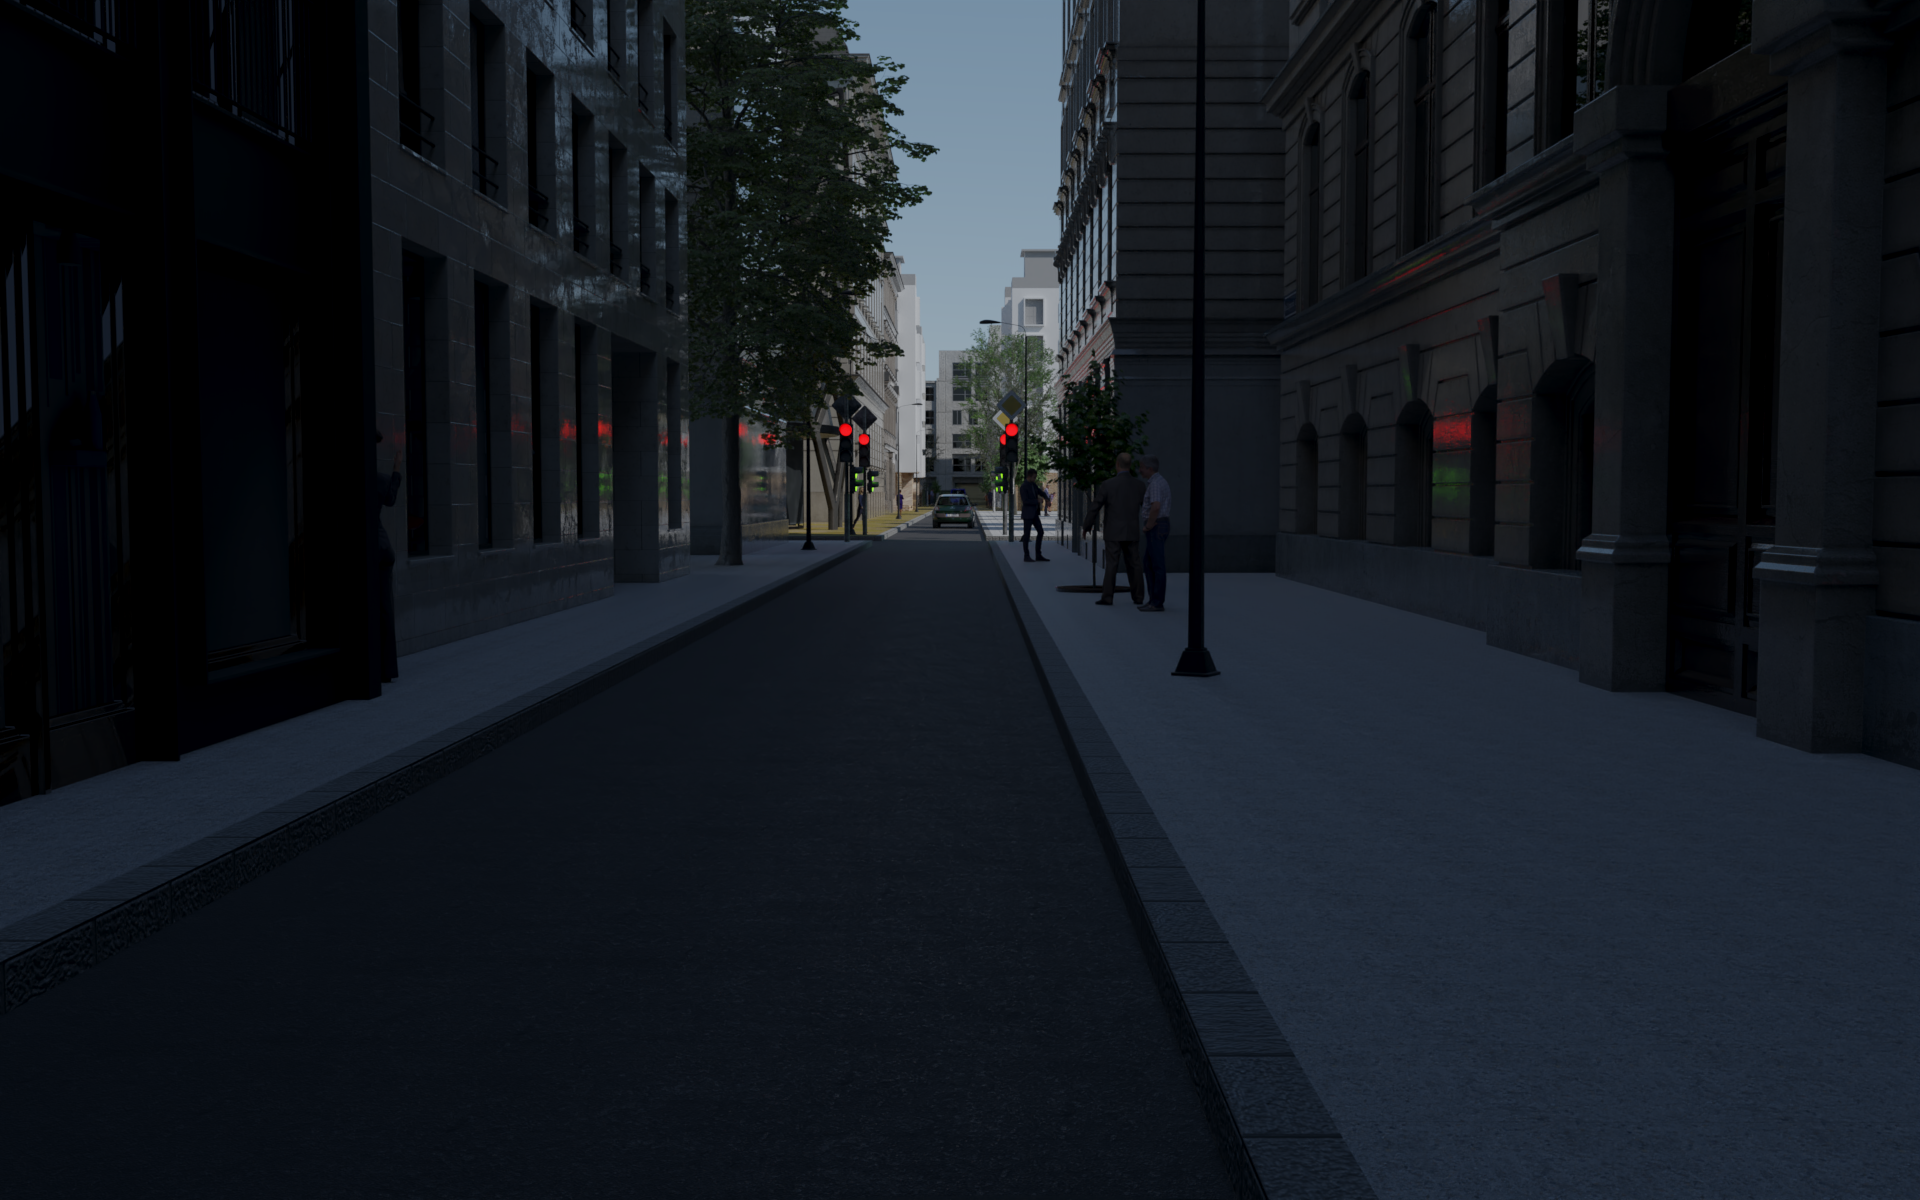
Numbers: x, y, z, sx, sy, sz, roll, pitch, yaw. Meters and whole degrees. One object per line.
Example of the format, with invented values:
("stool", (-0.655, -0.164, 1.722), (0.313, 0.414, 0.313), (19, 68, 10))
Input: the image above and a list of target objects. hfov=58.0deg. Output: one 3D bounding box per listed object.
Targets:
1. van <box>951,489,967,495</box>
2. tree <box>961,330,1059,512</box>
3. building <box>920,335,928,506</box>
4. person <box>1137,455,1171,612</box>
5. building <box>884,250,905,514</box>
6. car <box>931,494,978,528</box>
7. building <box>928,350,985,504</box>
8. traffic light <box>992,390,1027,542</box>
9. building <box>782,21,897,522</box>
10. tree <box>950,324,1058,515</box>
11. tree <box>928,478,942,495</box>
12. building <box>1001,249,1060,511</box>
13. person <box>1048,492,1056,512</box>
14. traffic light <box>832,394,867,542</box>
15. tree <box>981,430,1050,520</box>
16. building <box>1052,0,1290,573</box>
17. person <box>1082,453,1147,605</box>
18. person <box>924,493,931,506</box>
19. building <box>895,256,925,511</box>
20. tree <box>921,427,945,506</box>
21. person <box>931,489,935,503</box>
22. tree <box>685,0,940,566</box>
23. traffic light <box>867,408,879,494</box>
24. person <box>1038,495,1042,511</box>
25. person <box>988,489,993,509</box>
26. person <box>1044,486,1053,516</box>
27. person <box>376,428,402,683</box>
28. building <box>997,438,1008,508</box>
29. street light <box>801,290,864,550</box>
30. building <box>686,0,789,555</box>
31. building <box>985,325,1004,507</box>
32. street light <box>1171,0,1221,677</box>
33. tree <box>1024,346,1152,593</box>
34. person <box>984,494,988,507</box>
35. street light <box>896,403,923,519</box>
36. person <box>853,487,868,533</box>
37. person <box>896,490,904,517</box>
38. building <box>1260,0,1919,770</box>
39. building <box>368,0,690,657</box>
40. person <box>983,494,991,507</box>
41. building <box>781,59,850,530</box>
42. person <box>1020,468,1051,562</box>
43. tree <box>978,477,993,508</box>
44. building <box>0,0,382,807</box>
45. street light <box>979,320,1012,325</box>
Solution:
("van", (-0.241, -12.223, 204.231), (2.240, 2.365, 5.245), (0, 4, -1))
("tree", (2.579, -7.869, 79.019), (4.360, 8.622, 3.978), (0, 3, 0))
("building", (-19.879, -20.221, 197.071), (31.486, 18.905, 16.747), (0, 4, 0))
("person", (2.079, -0.729, 18.901), (0.436, 1.711, 0.756), (1, 4, 22))
("building", (-9.364, -15.453, 117.287), (10.561, 19.102, 19.286), (0, 4, 0))
("car", (-0.253, -3.897, 73.509), (2.009, 1.686, 4.222), (0, 4, 2))
("building", (-2.558, -21.717, 221.536), (31.486, 18.905, 16.747), (0, 4, 0))
("traffic light", (1.354, -3.487, 46.264), (0.839, 4.213, 0.868), (0, 4, 0))
("building", (-11.971, -15.826, 92.044), (16.112, 22.955, 30.059), (0, 4, 0))
("tree", (3.259, -11.008, 105.729), (9.928, 11.665, 9.643), (0, 3, 0))
("tree", (-3.001, -12.947, 206.285), (1.663, 3.219, 1.824), (0, 3, 0))
("building", (11.369, -17.313, 139.483), (16.016, 20.091, 11.380), (0, 4, 0))
("person", (6.440, -6.921, 122.431), (0.697, 1.427, 0.421), (2, 4, 24))
("traffic light", (-3.007, -3.488, 46.269), (0.839, 4.213, 0.868), (0, 4, 0))
("tree", (3.164, -6.278, 86.354), (4.285, 4.588, 4.351), (0, 3, 0))
("building", (7.167, -11.452, 36.389), (9.793, 20.994, 18.267), (0, 4, 0))
("person", (1.845, -0.825, 20.083), (0.990, 1.755, 0.434), (-1, 4, -17))
("person", (-3.402, -10.977, 188.769), (1.065, 1.426, 0.557), (-1, 4, -11))
("building", (-11.107, -17.068, 135.477), (16.016, 20.091, 11.380), (0, 4, 0))
("tree", (-3.728, -14.408, 185.938), (4.360, 8.622, 3.978), (0, 3, 0))
("person", (-2.870, -11.073, 186.961), (0.599, 1.838, 0.709), (1, 4, 11))
("tree", (-4.251, -6.925, 31.346), (7.486, 12.596, 7.792), (0, 3, 0))
("traffic light", (-2.968, -3.976, 54.254), (0.839, 4.213, 0.868), (0, 4, 0))
("person", (5.986, -7.698, 131.919), (1.348, 1.823, 0.705), (2, 4, 32))
("person", (2.659, -8.779, 150.498), (0.541, 1.710, 0.530), (-1, 4, -22))
("person", (5.200, -5.832, 101.269), (0.599, 1.838, 0.709), (1, 4, 9))
("person", (-4.052, -0.305, 11.828), (0.445, 1.727, 0.742), (0, 4, -4))
("building", (8.109, -13.331, 160.115), (9.099, 9.664, 28.070), (0, 4, 0))
("street light", (-2.933, -4.101, 39.593), (1.470, 5.913, 1.316), (0, 4, 0))
("building", (-13.462, -11.697, 40.389), (18.267, 20.994, 9.793), (0, 4, 0))
("building", (11.519, -19.760, 189.539), (16.747, 18.905, 31.486), (0, 4, 0))
("street light", (1.132, -2.421, 12.120), (1.470, 5.913, 1.316), (0, 4, 0))
("tree", (1.649, -1.724, 22.781), (1.663, 3.219, 1.824), (0, 3, 0))
("person", (2.546, -9.335, 161.935), (0.557, 1.426, 1.065), (3, 5, 41))
("street light", (-2.599, -7.085, 88.385), (1.470, 5.913, 1.316), (0, 4, 0))
("person", (-3.345, -3.000, 57.632), (0.613, 1.512, 0.480), (0, 4, 8))
("person", (-3.333, -5.376, 96.314), (0.453, 1.535, 0.546), (0, 4, -7))
("building", (10.001, -11.640, 9.391), (14.460, 24.649, 34.723), (0, 4, 0))
("building", (-9.560, -10.036, 18.840), (10.420, 20.320, 16.860), (0, 4, 0))
("person", (2.864, -9.843, 167.768), (1.217, 1.735, 0.721), (-1, 4, -16))
("building", (-12.490, -11.934, 62.569), (16.820, 18.784, 16.811), (0, 4, 0))
("person", (1.462, -1.602, 32.685), (0.568, 1.767, 0.683), (2, 4, 32))
("tree", (2.430, -10.099, 159.717), (1.663, 3.219, 1.824), (0, 3, 0))
("building", (-9.862, -10.566, 2.431), (12.332, 23.373, 15.834), (0, 4, 0))
("street light", (1.215, -4.508, 46.250), (1.470, 5.913, 1.316), (0, 4, 0))
